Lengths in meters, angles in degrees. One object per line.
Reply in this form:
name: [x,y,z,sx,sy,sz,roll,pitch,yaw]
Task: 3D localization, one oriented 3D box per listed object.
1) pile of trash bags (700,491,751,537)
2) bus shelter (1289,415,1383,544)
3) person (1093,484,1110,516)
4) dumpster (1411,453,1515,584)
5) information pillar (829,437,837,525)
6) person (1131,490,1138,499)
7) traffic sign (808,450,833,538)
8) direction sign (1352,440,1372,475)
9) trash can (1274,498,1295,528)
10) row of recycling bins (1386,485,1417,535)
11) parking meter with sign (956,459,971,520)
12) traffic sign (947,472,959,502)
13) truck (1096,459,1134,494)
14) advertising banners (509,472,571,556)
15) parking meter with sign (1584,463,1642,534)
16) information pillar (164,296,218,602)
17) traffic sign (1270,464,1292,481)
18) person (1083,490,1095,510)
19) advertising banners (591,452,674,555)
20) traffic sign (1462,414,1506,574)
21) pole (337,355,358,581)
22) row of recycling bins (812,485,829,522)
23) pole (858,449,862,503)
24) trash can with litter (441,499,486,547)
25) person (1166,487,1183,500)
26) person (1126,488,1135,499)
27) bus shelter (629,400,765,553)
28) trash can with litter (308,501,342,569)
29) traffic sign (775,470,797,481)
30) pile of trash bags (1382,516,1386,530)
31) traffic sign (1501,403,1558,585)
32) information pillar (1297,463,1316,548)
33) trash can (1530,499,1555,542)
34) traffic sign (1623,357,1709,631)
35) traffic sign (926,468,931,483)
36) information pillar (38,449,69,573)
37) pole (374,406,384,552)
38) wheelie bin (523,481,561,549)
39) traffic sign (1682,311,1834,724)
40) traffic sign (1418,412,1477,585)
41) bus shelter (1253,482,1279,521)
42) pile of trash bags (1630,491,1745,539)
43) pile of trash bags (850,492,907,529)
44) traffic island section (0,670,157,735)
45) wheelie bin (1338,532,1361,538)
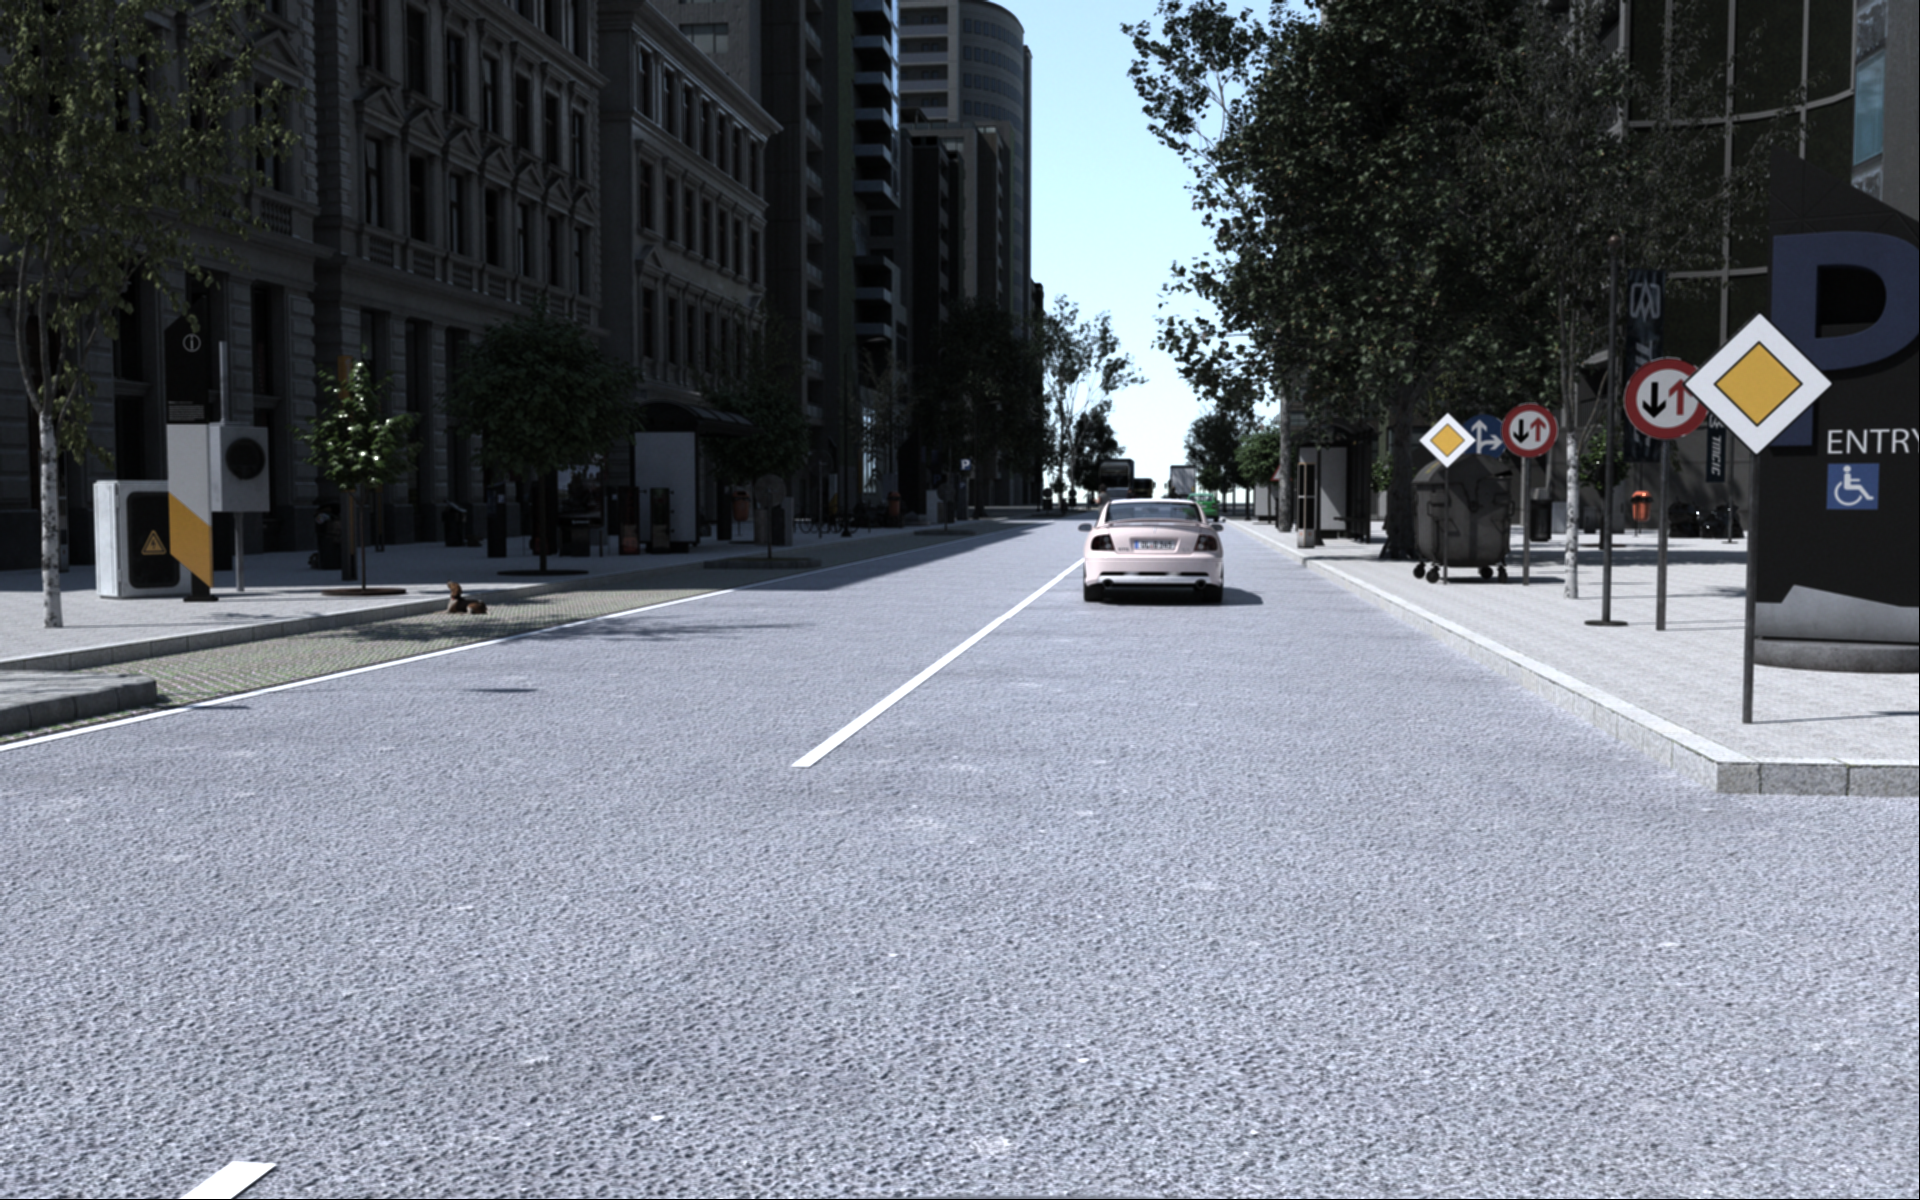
pile of trash bags: [-8.079,-2.632,52.785,3.447,1.369,1.912,-1,4,-19]
bus shelter: [10.102,-3.246,47.003,2.014,3.302,5.546,0,4,7]
person: [4.882,-3.052,58.760,0.716,1.782,0.532,-2,4,-35]
dumpster: [7.392,-1.206,25.482,1.264,1.857,1.865,0,4,7]
information pillar: [-5.200,-4.856,70.756,0.183,3.616,0.504,-3,4,-39]
person: [11.112,-6.292,112.305,0.756,1.711,0.436,2,4,25]
traffic sign: [-4.070,-3.075,50.390,0.768,2.556,0.104,1,4,10]
direction sign: [16.323,-4.808,70.600,0.876,3.537,0.379,1,4,18]
trash can: [11.689,-3.107,62.458,0.748,1.137,0.748,0,3,0]
row of recycling bins: [14.632,-2.824,53.288,1.069,1.692,3.534,-3,5,-40]
parking meter with sign: [0.155,-5.453,85.417,0.543,3.016,1.738,1,4,9]
traffic sign: [-0.325,-4.795,80.532,0.606,2.300,0.079,1,4,12]
truck: [12.611,-9.205,139.407,2.839,4.237,11.283,0,4,8]
advertising banners: [-8.736,-2.447,36.196,2.074,3.025,0.090,2,4,28]
parking meter with sign: [21.073,-3.645,55.855,1.738,3.016,0.543,1,4,15]
information pillar: [-9.150,-1.788,20.582,0.504,3.616,0.183,0,4,-1]
traffic sign: [12.840,-4.236,69.264,0.884,2.594,0.081,1,4,12]
person: [11.827,-9.196,158.936,1.350,1.814,0.705,3,4,37]
advertising banners: [-6.933,-2.458,36.377,2.074,3.025,0.090,-3,5,-41]
traffic sign: [8.355,-1.688,27.709,0.768,2.556,0.104,1,4,17]
pole: [-9.056,-1.942,25.601,0.158,3.312,0.155,0,3,0]
row of recycling bins: [-6.453,-4.525,81.104,1.069,1.692,3.534,0,4,-5]
pole: [-4.511,-5.150,78.048,0.158,3.312,0.155,0,3,0]
trash can with litter: [-12.079,-1.885,42.204,1.055,1.170,0.624,1,4,10]
person: [12.618,-5.729,102.179,1.348,1.823,0.705,-1,4,-21]
person: [9.498,-5.325,96.016,0.568,1.767,0.683,1,4,21]
bus shelter: [-6.106,-2.814,39.938,2.014,3.302,5.546,0,4,7]
trash can with litter: [-10.872,-1.114,29.600,0.624,1.170,1.055,-3,5,-42]
traffic sign: [-5.005,-2.980,48.732,0.884,2.594,0.081,1,4,15]
pile of trash bags: [16.895,-3.203,62.116,3.447,1.369,1.912,-2,4,-34]
traffic sign: [7.952,-1.477,24.261,0.768,2.556,0.104,1,4,9]
information pillar: [8.207,-2.234,41.010,0.304,2.012,0.304,-2,4,-23]
trash can: [15.579,-2.134,46.544,0.748,1.137,0.748,0,3,0]
traffic sign: [6.593,-0.985,16.217,0.768,2.556,0.104,1,4,13]
traffic sign: [-1.747,-5.018,82.150,0.768,2.556,0.104,1,4,9]
information pillar: [-14.754,-1.450,28.199,0.304,2.012,0.304,0,4,-1]
pole: [-12.881,-2.722,38.348,0.158,3.312,0.155,0,3,0]
wheelie bin: [-9.686,-1.986,40.383,0.980,1.594,0.693,0,4,3]
traffic sign: [4.400,-0.366,9.623,0.795,2.450,0.064,0,4,7]
traffic sign: [6.871,-1.424,24.466,0.795,2.450,0.064,1,4,14]
bus shelter: [14.361,-5.225,79.345,2.014,3.302,5.546,0,4,7]
pile of trash bags: [21.412,-2.535,51.206,1.912,1.369,3.447,-3,4,-36]
pile of trash bags: [-2.920,-3.423,65.726,1.912,1.369,3.447,-1,4,-20]
traffic island section: [-6.583,0.687,11.055,2.009,0.180,2.903,0,4,7]
wheelie bin: [11.442,-2.620,50.749,0.693,1.594,0.980,-2,4,-26]
